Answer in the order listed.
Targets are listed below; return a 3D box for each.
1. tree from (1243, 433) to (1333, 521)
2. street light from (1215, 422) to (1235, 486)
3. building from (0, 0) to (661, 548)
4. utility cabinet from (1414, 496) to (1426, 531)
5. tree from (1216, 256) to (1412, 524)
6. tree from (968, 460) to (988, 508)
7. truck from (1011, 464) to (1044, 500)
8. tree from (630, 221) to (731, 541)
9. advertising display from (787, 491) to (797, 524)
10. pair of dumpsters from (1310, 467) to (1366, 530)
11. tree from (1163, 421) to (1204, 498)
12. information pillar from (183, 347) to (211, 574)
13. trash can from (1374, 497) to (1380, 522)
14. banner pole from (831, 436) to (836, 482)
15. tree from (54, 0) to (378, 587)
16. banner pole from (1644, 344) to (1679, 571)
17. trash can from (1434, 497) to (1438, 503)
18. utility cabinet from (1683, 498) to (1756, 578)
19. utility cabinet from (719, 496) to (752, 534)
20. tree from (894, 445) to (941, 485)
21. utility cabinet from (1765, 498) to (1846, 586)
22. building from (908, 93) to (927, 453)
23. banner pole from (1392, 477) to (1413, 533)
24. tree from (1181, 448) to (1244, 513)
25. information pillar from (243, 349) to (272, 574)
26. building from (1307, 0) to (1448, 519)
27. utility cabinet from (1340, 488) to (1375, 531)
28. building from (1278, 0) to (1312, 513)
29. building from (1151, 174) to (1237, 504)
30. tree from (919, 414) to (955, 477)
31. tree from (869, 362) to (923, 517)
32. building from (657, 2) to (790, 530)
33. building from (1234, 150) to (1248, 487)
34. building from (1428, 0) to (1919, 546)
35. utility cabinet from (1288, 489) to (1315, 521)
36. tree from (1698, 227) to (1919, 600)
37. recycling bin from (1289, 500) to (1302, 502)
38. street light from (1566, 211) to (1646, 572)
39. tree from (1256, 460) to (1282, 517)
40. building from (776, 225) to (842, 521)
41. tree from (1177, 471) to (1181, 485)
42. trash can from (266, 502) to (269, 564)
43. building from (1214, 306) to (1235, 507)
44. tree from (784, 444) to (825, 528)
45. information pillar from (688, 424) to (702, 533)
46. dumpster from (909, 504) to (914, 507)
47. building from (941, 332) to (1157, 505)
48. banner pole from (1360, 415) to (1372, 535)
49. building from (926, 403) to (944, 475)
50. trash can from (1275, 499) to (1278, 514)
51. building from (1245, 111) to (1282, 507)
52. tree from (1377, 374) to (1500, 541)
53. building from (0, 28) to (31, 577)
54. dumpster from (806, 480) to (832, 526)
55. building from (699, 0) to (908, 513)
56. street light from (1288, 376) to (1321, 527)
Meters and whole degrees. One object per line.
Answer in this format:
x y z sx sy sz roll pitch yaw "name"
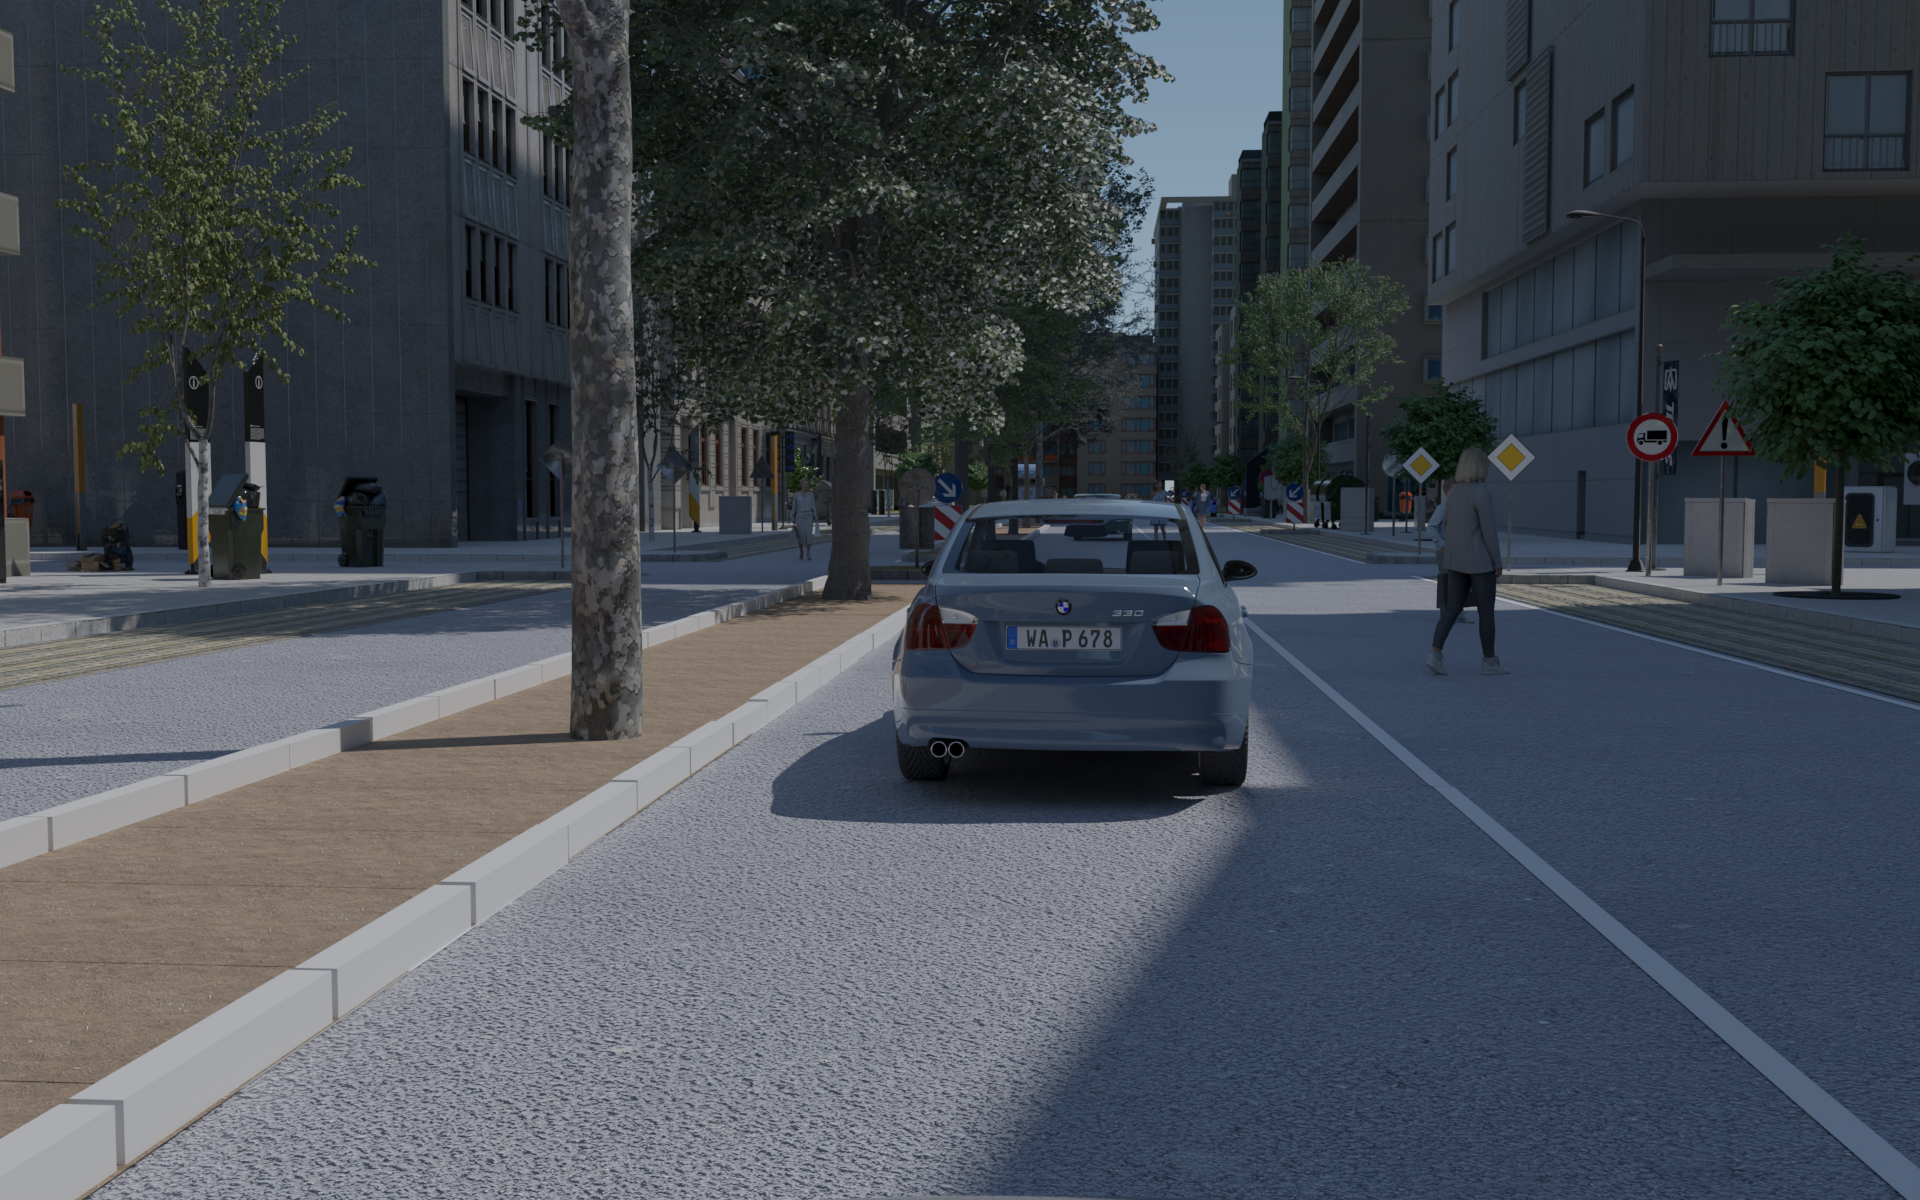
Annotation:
16.195 -6.079 83.108 4.285 4.588 4.351 0 3 0 "tree"
17.093 -8.487 111.304 1.470 5.913 1.316 0 4 5 "street light"
-17.283 -14.236 50.777 12.078 24.808 19.932 0 4 5 "building"
15.998 -3.004 60.271 0.306 1.237 1.020 1 4 9 "utility cabinet"
15.072 -9.099 74.521 9.928 11.665 9.643 0 3 0 "tree"
1.932 -11.887 178.058 4.285 4.588 4.351 0 3 0 "tree"
6.549 -10.516 161.689 2.967 4.110 18.799 0 4 4 "truck"
-8.298 -5.887 46.620 4.360 8.622 3.978 0 3 0 "tree"
-6.879 -4.198 73.843 0.974 1.923 0.123 0 4 4 "advertising display"
14.030 -3.776 64.227 1.574 2.255 4.437 0 4 5 "pair of dumpsters"
22.857 -13.782 175.705 4.360 8.622 3.978 0 3 0 "tree"
-12.237 -2.229 27.793 0.183 3.616 0.504 1 4 17 "information pillar"
18.822 -4.127 79.131 0.748 1.137 0.748 0 3 0 "trash can"
-5.355 -5.172 74.582 0.401 3.779 0.863 -3 5 -43 "banner pole"
-10.407 -4.499 23.918 4.737 8.622 4.395 0 3 0 "tree"
11.700 -2.372 28.794 0.401 3.779 0.863 0 4 -8 "banner pole"
21.851 -4.088 78.488 0.748 1.137 0.748 0 3 0 "trash can"
11.757 -0.958 26.828 0.306 1.237 1.020 -2 4 -33 "utility cabinet"
-7.177 -2.704 55.376 1.020 1.237 0.306 1 4 12 "utility cabinet"
-2.825 -7.889 112.703 4.285 4.588 4.351 0 3 0 "tree"
12.013 -0.823 24.620 0.306 1.237 1.020 -2 4 -32 "utility cabinet"
-10.359 -28.061 142.392 14.154 41.232 14.086 0 4 5 "building"
14.598 -4.111 57.228 0.863 3.779 0.401 -2 4 -27 "banner pole"
18.477 -8.344 120.134 4.285 4.588 4.351 0 3 0 "tree"
-11.260 -2.223 27.701 0.183 3.616 0.504 0 4 6 "information pillar"
31.479 -28.879 95.865 21.300 48.544 21.600 0 4 5 "building"
13.621 -3.099 59.345 0.318 1.500 1.173 -3 5 -42 "utility cabinet"
28.971 -26.627 118.948 14.154 41.232 14.086 0 4 5 "building"
35.778 -31.858 212.758 23.993 40.220 32.217 0 4 5 "building"
-1.462 -11.103 131.901 4.737 8.622 4.395 0 3 0 "tree"
-3.932 -8.900 95.882 4.360 8.622 3.978 0 3 0 "tree"
-14.394 -14.384 71.332 11.583 22.565 21.152 0 4 5 "building"
30.387 -22.994 147.655 14.160 30.474 14.107 0 4 5 "building"
30.097 -28.315 52.195 27.495 52.752 28.713 0 4 5 "building"
15.857 -4.387 80.403 1.173 1.500 0.318 2 4 32 "utility cabinet"
10.902 -2.317 21.605 4.285 4.588 4.351 0 3 0 "tree"
15.043 -3.945 77.049 0.722 1.027 0.722 0 4 1 "recycling bin"
10.635 -3.423 28.506 1.470 5.913 1.316 0 4 5 "street light"
17.239 -6.307 97.727 1.663 3.219 1.824 0 3 0 "tree"
-12.231 -13.877 91.511 10.561 19.102 19.286 0 4 5 "building"
21.209 -10.446 154.509 4.285 4.588 4.351 0 3 0 "tree"
-12.400 -1.129 30.121 0.748 1.137 0.748 0 3 0 "trash can"
39.782 -19.797 168.717 27.650 21.520 28.899 0 4 5 "building"
-6.211 -4.355 65.800 1.663 3.219 1.824 0 3 0 "tree"
-8.857 -4.061 57.759 0.183 3.616 0.504 2 4 30 "information pillar"
-2.868 -6.383 106.862 1.502 2.255 1.985 0 4 4 "dumpster"
9.118 -22.491 212.764 28.899 21.520 27.650 0 4 5 "building"
12.982 -3.981 55.114 0.401 3.779 0.863 1 4 23 "banner pole"
-13.956 -29.333 171.474 23.993 40.220 32.217 0 4 5 "building"
19.153 -5.782 106.184 0.748 1.137 0.748 0 3 0 "trash can"
30.011 -22.124 133.431 14.160 30.474 14.107 0 4 5 "building"
13.216 -3.911 47.662 4.285 4.588 4.351 0 3 0 "tree"
-30.162 -10.337 14.057 28.899 21.520 27.650 0 4 5 "building"
-5.759 -3.985 70.914 1.264 1.857 1.865 0 4 5 "dumpster"
-15.482 -30.615 124.253 21.300 48.544 21.600 0 4 5 "building"
13.634 -5.868 68.481 1.470 5.913 1.316 0 4 5 "street light"
